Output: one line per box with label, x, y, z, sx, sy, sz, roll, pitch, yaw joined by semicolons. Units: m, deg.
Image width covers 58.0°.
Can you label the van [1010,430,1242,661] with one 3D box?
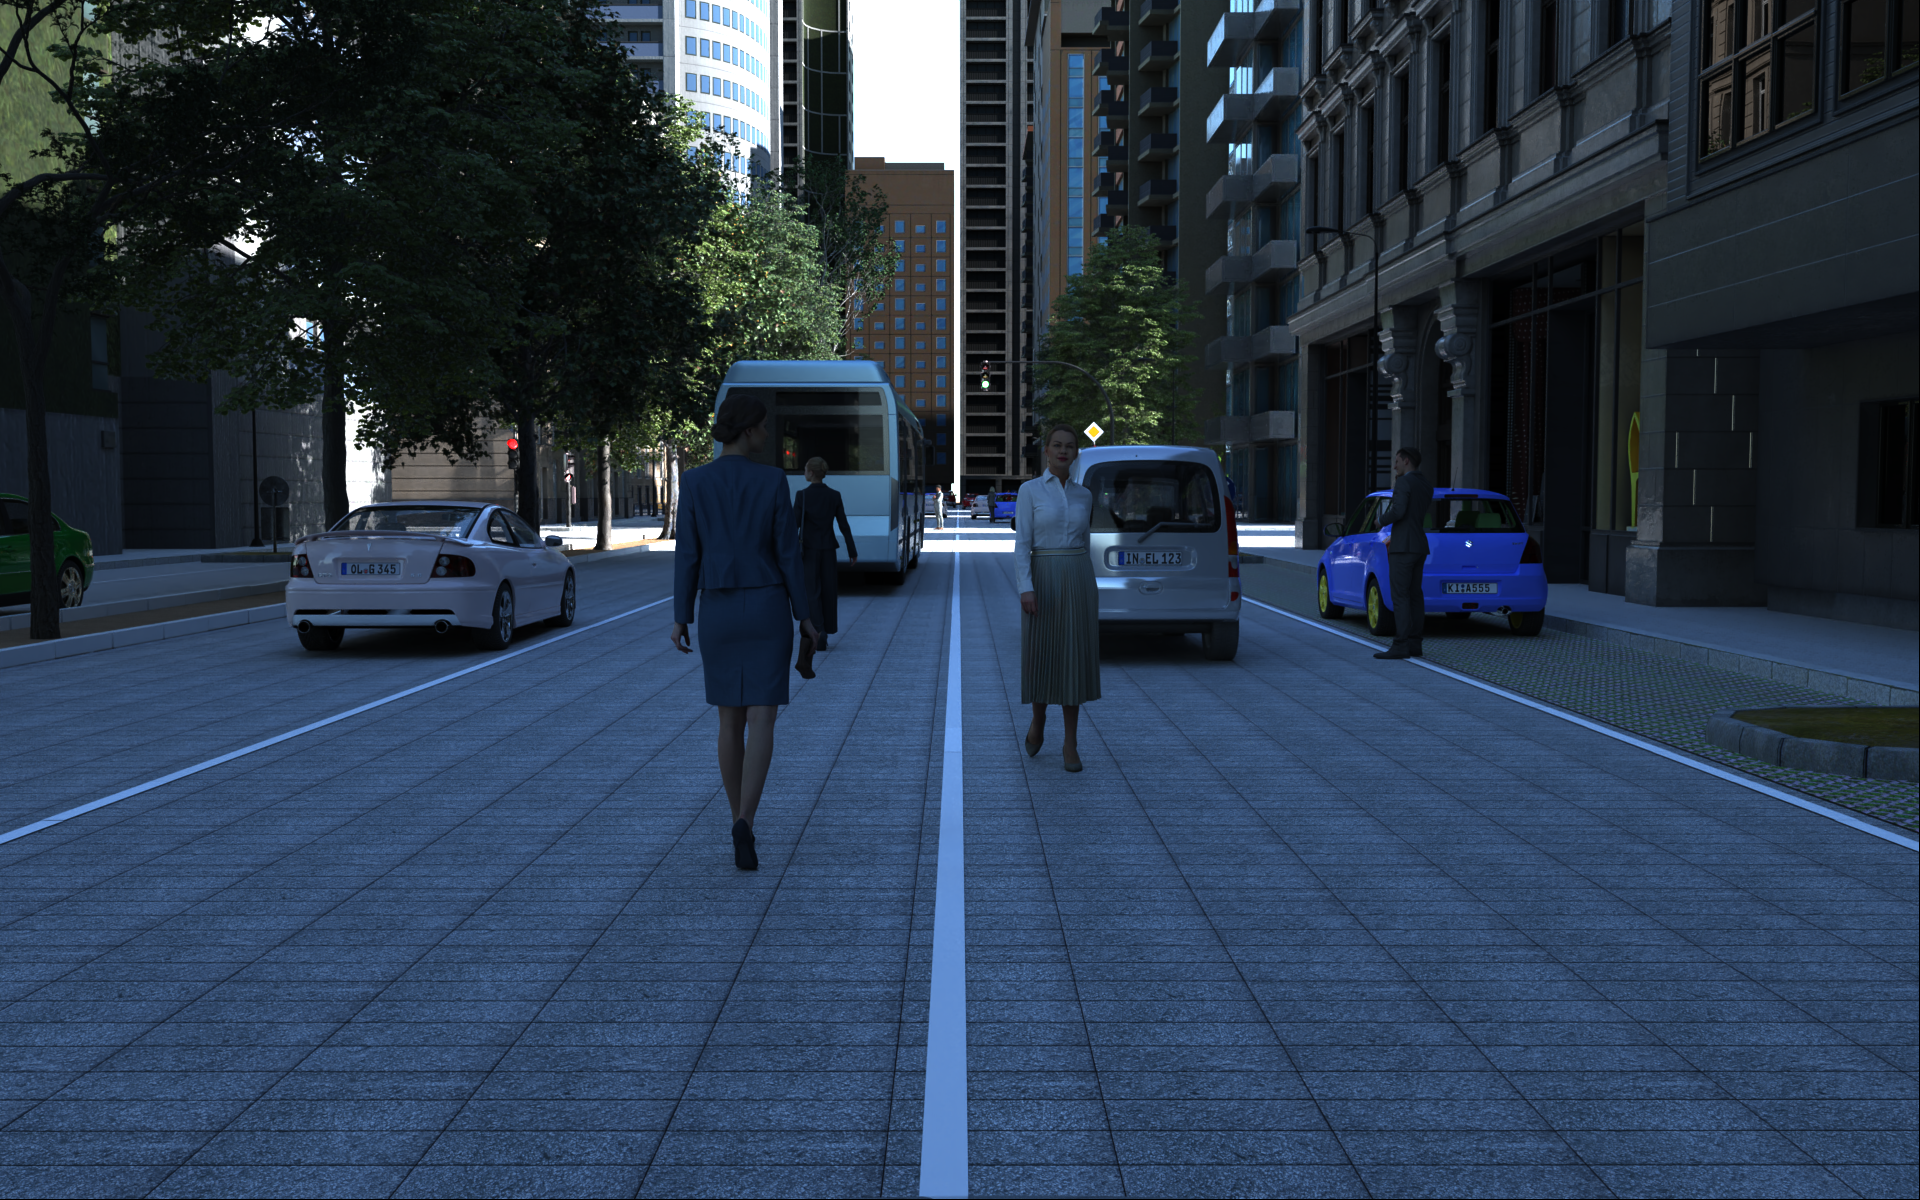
van;1.512;-0.565;16.248;2.013;2.044;4.112;0;4;-2

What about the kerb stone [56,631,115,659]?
kerb stone;-7.909;0.408;15.531;0.120;0.150;1.000;0;3;0

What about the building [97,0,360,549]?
building;-31.504;-30.898;47.176;28.212;58.520;21.231;0;3;0

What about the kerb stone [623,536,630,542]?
kerb stone;-10.032;-1.787;51.451;0.120;0.150;1.000;0;3;0

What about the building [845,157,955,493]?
building;-7.845;-35.647;232.941;14.200;45.320;14.600;0;3;0

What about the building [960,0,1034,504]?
building;10.277;-48.760;235.482;20.611;71.187;20.563;0;3;0

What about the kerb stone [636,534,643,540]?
kerb stone;-10.037;-1.913;53.500;0.120;0.150;1.000;0;3;0

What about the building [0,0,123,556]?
building;-24.865;-15.745;29.134;14.160;30.474;14.107;0;3;0

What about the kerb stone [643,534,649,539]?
kerb stone;-10.033;-1.977;54.523;0.120;0.150;1.000;0;3;0

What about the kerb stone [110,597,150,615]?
kerb stone;-10.015;0.090;20.718;0.120;0.150;1.000;0;3;0

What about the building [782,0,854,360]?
building;-25.254;-48.783;235.856;20.611;71.187;20.563;0;3;0

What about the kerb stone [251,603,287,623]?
kerb stone;-7.910;0.157;19.628;0.120;0.150;1.000;0;3;0

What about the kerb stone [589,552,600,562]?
kerb stone;-7.921;-0.909;37.061;0.120;0.150;1.000;0;3;0

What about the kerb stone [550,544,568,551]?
kerb stone;-10.032;-1.288;43.259;0.120;0.150;1.000;0;3;0

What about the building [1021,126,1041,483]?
building;18.440;-33.578;203.628;22.147;44.769;28.867;0;3;0

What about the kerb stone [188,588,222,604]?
kerb stone;-10.013;-0.035;22.762;0.120;0.150;1.000;0;3;0

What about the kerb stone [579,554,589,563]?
kerb stone;-7.928;-0.846;36.031;0.120;0.150;1.000;0;3;0

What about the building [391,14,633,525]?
building;-22.992;-17.239;79.124;12.463;27.353;25.104;0;3;0

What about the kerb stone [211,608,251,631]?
kerb stone;-7.914;0.220;18.602;0.120;0.150;1.000;0;3;0

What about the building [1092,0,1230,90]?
building;21.027;-28.791;125.354;22.147;44.769;28.867;0;3;0

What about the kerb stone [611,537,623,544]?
kerb stone;-10.039;-1.727;50.429;0.120;0.150;1.000;0;3;0

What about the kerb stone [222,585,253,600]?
kerb stone;-10.011;-0.097;23.787;0.120;0.150;1.000;0;3;0

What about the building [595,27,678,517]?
building;-24.654;-19.320;101.780;13.634;28.700;20.117;0;3;0

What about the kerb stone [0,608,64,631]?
kerb stone;-10.004;0.216;18.660;0.120;0.150;1.000;0;3;0

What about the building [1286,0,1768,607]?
building;12.323;-11.495;38.856;10.553;20.767;40.483;0;3;0

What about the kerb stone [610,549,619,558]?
kerb stone;-7.923;-1.034;39.107;0.120;0.150;1.000;0;3;0

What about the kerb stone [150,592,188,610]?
kerb stone;-10.007;0.028;21.740;0.120;0.150;1.000;0;3;0

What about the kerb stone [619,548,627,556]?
kerb stone;-7.927;-1.095;40.129;0.120;0.150;1.000;0;3;0

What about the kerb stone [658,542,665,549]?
kerb stone;-7.933;-1.407;45.258;0.120;0.150;1.000;0;3;0

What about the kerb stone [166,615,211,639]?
kerb stone;-7.905;0.283;17.576;0.120;0.150;1.000;0;3;0

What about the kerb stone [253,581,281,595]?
kerb stone;-10.015;-0.149;24.810;0.120;0.150;1.000;0;3;0

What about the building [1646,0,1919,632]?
building;14.264;-11.282;3.534;14.314;24.678;30.058;0;3;0

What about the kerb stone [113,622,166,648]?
kerb stone;-7.903;0.345;16.553;0.120;0.150;1.000;0;3;0

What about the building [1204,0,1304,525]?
building;26.659;-28.129;79.524;30.456;49.044;23.786;0;3;0

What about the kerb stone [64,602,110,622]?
kerb stone;-10.004;0.153;19.691;0.120;0.150;1.000;0;3;0

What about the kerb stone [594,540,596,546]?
kerb stone;-10.030;-1.539;47.354;0.120;0.150;1.000;0;3;0

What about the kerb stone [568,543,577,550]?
kerb stone;-10.030;-1.351;44.283;0.120;0.150;1.000;0;3;0

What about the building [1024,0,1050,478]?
building;21.331;-35.834;175.120;28.713;52.752;27.495;0;3;0

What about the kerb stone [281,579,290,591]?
kerb stone;-10.018;-0.222;25.832;0.120;0.150;1.000;0;3;0

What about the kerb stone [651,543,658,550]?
kerb stone;-7.932;-1.347;44.236;0.120;0.150;1.000;0;3;0

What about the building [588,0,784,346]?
building;-27.776;-37.553;155.983;21.231;58.520;28.212;0;3;0

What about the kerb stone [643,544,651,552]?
kerb stone;-7.923;-1.283;43.210;0.120;0.150;1.000;0;3;0

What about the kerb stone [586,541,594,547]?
kerb stone;-10.029;-1.476;46.330;0.120;0.150;1.000;0;3;0

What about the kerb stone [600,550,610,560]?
kerb stone;-7.924;-0.967;38.084;0.120;0.150;1.000;0;3;0

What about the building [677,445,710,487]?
building;-24.096;-17.750;119.886;12.332;23.373;15.834;0;3;0

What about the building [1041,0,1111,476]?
building;14.544;-30.852;154.533;14.600;45.320;14.200;0;3;0

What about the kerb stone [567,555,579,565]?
kerb stone;-7.921;-0.783;35.001;0.120;0.150;1.000;0;3;0

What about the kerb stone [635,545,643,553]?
kerb stone;-7.930;-1.218;42.180;0.120;0.150;1.000;0;3;0

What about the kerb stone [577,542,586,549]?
kerb stone;-10.030;-1.413;45.308;0.120;0.150;1.000;0;3;0

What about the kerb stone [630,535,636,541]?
kerb stone;-10.038;-1.852;52.473;0.120;0.150;1.000;0;3;0

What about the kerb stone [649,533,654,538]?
kerb stone;-10.036;-2.040;55.546;0.120;0.150;1.000;0;3;0

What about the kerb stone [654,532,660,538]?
kerb stone;-10.037;-2.102;56.568;0.120;0.150;1.000;0;3;0

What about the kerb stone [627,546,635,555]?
kerb stone;-7.926;-1.160;41.158;0.120;0.150;1.000;0;3;0

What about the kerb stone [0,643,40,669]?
kerb stone;-7.903;0.473;14.508;0.120;0.150;1.000;0;3;0
